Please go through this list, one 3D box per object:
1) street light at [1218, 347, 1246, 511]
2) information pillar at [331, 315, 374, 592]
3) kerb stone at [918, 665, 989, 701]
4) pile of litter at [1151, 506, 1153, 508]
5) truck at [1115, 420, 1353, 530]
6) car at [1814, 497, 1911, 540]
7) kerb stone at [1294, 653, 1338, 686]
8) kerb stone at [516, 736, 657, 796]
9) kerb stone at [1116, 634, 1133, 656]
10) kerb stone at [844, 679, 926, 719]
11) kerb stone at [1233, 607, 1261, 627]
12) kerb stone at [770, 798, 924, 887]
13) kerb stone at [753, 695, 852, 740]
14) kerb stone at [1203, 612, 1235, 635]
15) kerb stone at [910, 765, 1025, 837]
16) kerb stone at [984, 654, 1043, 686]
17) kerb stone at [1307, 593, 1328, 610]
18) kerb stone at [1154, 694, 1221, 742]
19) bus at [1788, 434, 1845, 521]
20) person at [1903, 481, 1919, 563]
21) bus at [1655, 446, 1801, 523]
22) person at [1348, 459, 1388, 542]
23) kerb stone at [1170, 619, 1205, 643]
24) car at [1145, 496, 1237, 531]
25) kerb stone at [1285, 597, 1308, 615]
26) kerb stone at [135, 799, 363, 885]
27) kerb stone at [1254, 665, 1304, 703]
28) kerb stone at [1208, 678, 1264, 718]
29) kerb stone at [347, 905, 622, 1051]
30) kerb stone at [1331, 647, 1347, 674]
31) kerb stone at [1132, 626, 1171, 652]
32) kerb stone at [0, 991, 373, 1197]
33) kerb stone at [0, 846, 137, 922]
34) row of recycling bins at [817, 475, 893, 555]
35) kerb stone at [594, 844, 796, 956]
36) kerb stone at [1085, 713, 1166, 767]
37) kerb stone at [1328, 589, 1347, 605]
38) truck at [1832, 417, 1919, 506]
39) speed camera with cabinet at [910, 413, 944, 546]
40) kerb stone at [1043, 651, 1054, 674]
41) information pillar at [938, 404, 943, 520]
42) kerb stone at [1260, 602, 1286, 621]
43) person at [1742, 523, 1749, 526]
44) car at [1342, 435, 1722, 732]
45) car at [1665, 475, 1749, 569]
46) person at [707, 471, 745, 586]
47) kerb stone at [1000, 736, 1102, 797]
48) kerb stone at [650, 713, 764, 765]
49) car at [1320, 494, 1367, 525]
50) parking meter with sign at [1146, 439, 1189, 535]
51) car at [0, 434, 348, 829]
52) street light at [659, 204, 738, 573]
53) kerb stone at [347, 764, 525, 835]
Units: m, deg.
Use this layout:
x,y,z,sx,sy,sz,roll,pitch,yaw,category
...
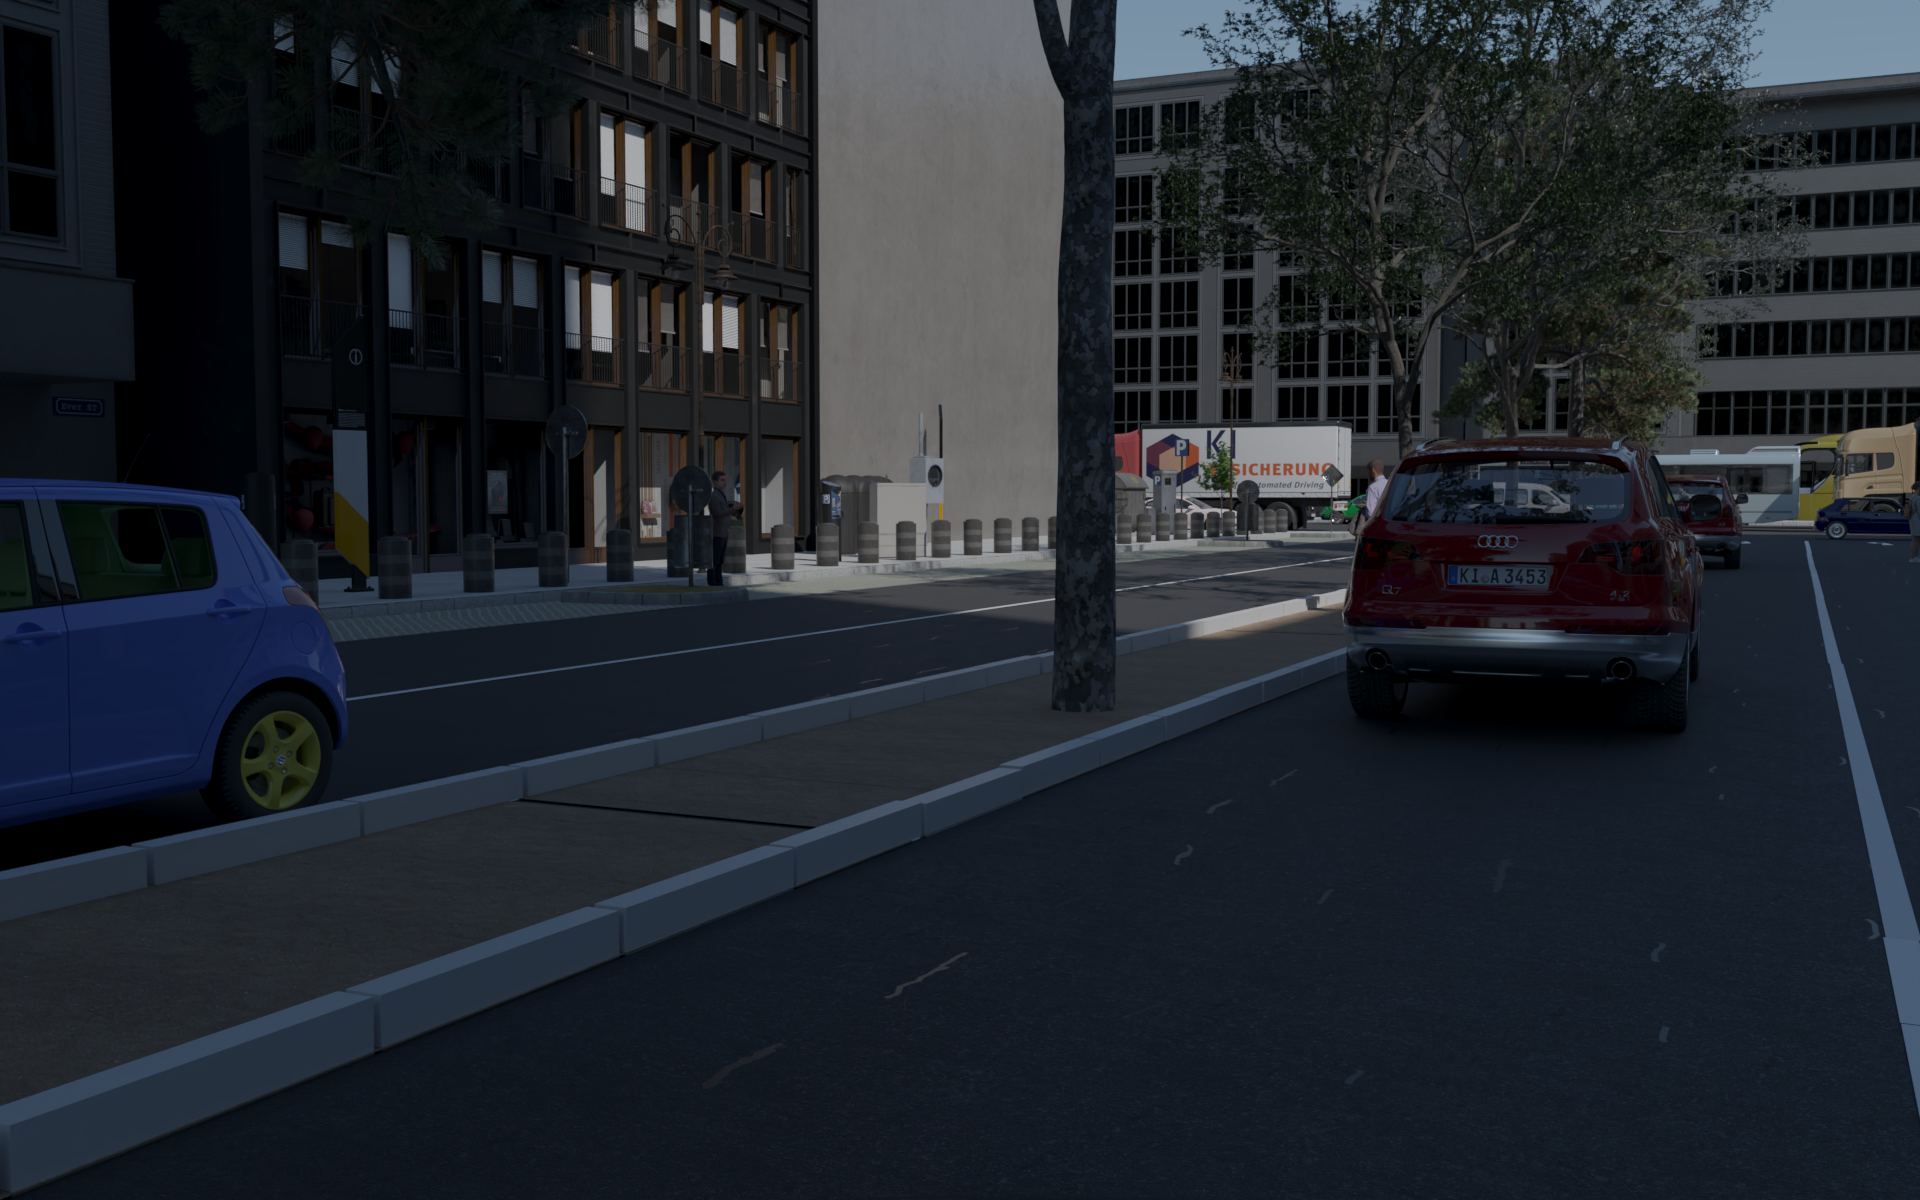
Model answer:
x,y,z,sx,sy,sz,roll,pitch,yaw,category
8.531,-4.994,54.438,0.468,5.910,1.993,2,4,26,street light
-7.936,-1.909,22.575,0.183,3.616,0.504,2,4,31,information pillar
-0.077,0.602,12.355,0.120,0.150,1.000,2,4,26,kerb stone
6.438,-2.860,60.729,1.176,0.858,1.719,2,4,27,pile of litter
9.780,-4.916,69.294,11.283,4.237,2.839,2,4,24,truck
29.036,-2.564,54.500,3.894,1.354,1.945,2,4,25,car
2.693,0.546,13.266,0.120,0.150,1.000,2,4,26,kerb stone
-1.869,0.831,8.630,0.120,0.150,1.000,2,4,26,kerb stone
1.263,0.437,15.128,0.120,0.150,1.000,2,4,26,kerb stone
-0.523,0.661,11.427,0.120,0.150,1.000,2,4,26,kerb stone
3.053,0.205,18.840,0.120,0.150,1.000,2,4,26,kerb stone
-0.431,0.943,6.778,0.120,0.150,1.000,2,4,26,kerb stone
-0.970,0.716,10.492,0.120,0.150,1.000,2,4,26,kerb stone
2.610,0.262,17.912,0.120,0.150,1.000,2,4,26,kerb stone
0.022,0.895,7.705,0.120,0.150,1.000,2,4,26,kerb stone
0.363,0.545,13.282,0.120,0.150,1.000,2,4,26,kerb stone
4.384,0.035,21.625,0.120,0.150,1.000,2,4,26,kerb stone
1.356,0.716,10.481,0.120,0.150,1.000,2,4,26,kerb stone
39.495,-4.773,69.578,12.252,3.916,2.896,2,4,27,bus
20.014,-1.635,36.236,0.522,1.701,0.512,0,4,8,person
26.548,-4.591,69.919,13.247,3.499,2.948,2,4,26,bus
4.873,-0.748,20.604,0.709,1.838,0.599,-3,5,-41,person
2.164,0.319,16.982,0.120,0.150,1.000,2,4,26,kerb stone
8.274,-3.179,64.333,4.827,1.381,2.083,2,4,24,car
3.946,0.092,20.689,0.120,0.150,1.000,2,4,26,kerb stone
-2.764,0.943,6.773,0.120,0.150,1.000,2,4,26,kerb stone
2.244,0.603,12.333,0.120,0.150,1.000,2,4,26,kerb stone
1.791,0.660,11.411,0.120,0.150,1.000,2,4,26,kerb stone
-1.324,1.059,4.925,0.120,0.150,1.000,2,4,26,kerb stone
3.143,0.491,14.190,0.120,0.150,1.000,2,4,26,kerb stone
1.714,0.376,16.051,0.120,0.150,1.000,2,4,26,kerb stone
-1.768,1.113,3.999,0.120,0.150,1.000,2,4,26,kerb stone
-3.214,1.000,5.844,0.120,0.150,1.000,2,4,26,kerb stone
-2.207,-1.891,38.035,1.069,1.692,3.534,1,4,15,row of recycling bins
-0.873,1.000,5.847,0.120,0.150,1.000,2,4,26,kerb stone
0.904,0.773,9.559,0.120,0.150,1.000,2,4,26,kerb stone
4.841,-0.012,22.545,0.120,0.150,1.000,2,4,26,kerb stone
37.118,-4.505,62.571,11.283,4.237,2.839,2,4,24,truck
-1.247,-2.896,41.692,0.660,3.252,2.038,3,5,40,speed camera with cabinet
0.824,0.497,14.200,0.120,0.150,1.000,2,4,26,kerb stone
-0.505,-3.277,44.928,0.183,3.616,0.504,0,4,-4,information pillar
3.496,0.149,19.766,0.120,0.150,1.000,2,4,26,kerb stone
35.662,-4.276,78.854,0.568,1.767,0.683,3,4,36,person
4.115,-0.217,12.220,2.281,1.827,5.304,2,4,24,car
14.695,-1.612,35.031,2.281,1.827,5.304,2,4,24,car
-3.267,-0.949,24.543,0.750,1.759,0.617,1,4,20,person
0.458,0.829,8.634,0.120,0.150,1.000,2,4,26,kerb stone
-1.418,0.776,9.568,0.120,0.150,1.000,2,4,26,kerb stone
19.351,-4.453,81.605,4.718,1.807,1.959,2,4,27,car
6.390,-3.549,54.288,1.738,3.016,0.543,-3,5,-40,parking meter with sign
-4.220,0.181,6.631,1.945,1.707,3.694,2,4,27,car
-4.176,-3.369,27.879,0.468,5.910,1.993,2,4,26,street light
-2.322,0.887,7.700,0.120,0.150,1.000,2,4,26,kerb stone
